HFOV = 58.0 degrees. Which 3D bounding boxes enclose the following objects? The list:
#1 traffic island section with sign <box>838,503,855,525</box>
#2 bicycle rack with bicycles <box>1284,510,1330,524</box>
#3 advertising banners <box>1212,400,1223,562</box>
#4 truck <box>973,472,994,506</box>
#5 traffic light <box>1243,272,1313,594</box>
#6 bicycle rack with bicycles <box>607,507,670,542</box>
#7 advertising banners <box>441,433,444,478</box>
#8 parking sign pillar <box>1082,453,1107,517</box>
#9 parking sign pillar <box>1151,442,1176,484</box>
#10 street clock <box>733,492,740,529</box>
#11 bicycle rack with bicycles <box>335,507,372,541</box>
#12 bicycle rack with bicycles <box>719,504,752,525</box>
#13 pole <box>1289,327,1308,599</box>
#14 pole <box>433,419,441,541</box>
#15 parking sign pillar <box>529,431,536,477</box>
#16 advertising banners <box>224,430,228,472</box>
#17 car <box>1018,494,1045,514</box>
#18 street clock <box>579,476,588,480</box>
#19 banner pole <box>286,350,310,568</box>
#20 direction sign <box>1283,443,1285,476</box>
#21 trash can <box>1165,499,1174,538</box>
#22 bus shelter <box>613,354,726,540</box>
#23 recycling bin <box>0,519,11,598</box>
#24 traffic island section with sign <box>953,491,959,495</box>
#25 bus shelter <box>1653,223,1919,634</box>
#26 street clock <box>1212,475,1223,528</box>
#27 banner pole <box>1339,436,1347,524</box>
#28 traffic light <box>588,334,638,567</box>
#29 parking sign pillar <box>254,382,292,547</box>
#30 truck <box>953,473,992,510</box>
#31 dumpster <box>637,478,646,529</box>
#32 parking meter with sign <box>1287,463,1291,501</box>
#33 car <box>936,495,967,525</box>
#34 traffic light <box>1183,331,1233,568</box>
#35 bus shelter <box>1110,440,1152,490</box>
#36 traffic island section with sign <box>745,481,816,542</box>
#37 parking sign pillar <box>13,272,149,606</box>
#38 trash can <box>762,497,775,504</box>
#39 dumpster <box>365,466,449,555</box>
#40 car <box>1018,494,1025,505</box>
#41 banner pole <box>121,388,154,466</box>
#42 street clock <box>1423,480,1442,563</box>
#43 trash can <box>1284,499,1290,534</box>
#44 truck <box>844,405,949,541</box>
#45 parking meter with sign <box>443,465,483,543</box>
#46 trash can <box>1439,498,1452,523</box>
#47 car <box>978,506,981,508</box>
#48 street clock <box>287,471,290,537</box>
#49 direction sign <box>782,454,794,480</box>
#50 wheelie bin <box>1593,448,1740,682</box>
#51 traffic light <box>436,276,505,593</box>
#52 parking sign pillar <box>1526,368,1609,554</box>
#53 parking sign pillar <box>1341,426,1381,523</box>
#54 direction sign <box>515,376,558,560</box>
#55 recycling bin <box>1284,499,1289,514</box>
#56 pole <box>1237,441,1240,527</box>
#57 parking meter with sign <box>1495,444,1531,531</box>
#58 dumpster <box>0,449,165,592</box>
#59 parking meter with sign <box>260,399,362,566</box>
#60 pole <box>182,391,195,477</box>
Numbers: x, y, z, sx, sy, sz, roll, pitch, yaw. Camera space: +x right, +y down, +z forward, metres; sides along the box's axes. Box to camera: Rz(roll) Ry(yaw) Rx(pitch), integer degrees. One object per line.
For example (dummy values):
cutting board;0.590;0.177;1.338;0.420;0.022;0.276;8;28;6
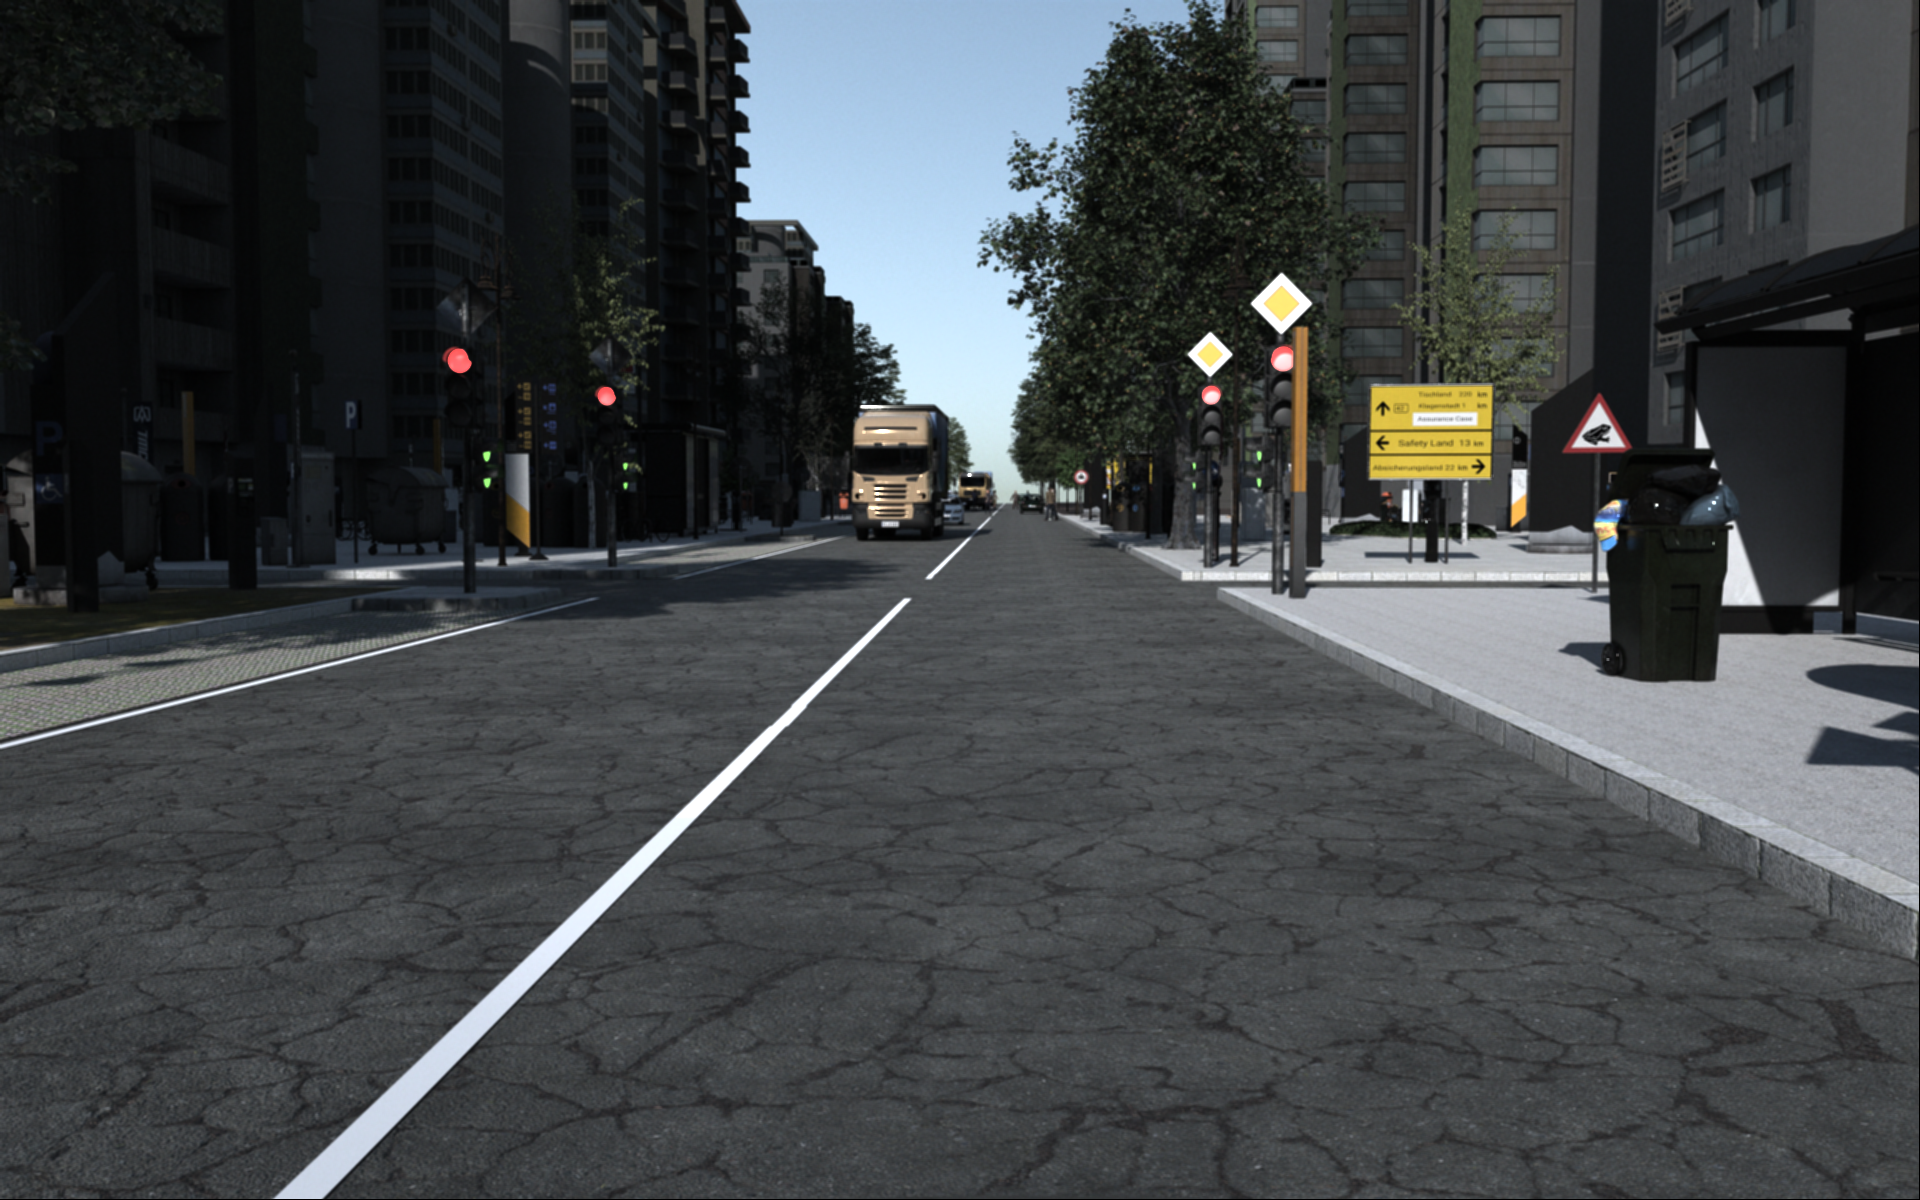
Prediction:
traffic island section with sign;-4.590;-4.387;80.351;1.989;1.847;2.006;0;4;2
bicycle rack with bicycles;14.417;-3.677;73.504;2.852;0.926;2.925;-1;4;-17
advertising banners;4.925;-2.263;33.192;0.090;3.025;2.074;0;4;5
truck;2.969;-13.613;212.329;2.967;4.110;18.799;0;4;3
traffic light;4.053;-2.029;22.089;0.839;4.253;0.868;0;4;2
bicycle rack with bicycles;-9.443;-2.013;46.290;2.852;0.926;2.925;-3;4;-38
advertising banners;-14.764;-3.247;49.273;0.090;3.025;2.074;-1;4;-12
parking sign pillar;7.452;-6.545;95.486;1.447;3.967;1.447;3;5;41
parking sign pillar;10.149;-5.944;85.661;1.447;3.967;1.447;-1;4;-12
street clock;-8.058;-3.538;62.411;0.358;2.002;0.471;-1;4;-8
bicycle rack with bicycles;-16.500;-2.149;48.523;2.925;0.926;2.852;1;4;22
bicycle rack with bicycles;-10.318;-3.678;73.515;2.852;0.926;2.925;3;5;43
pole;4.155;-1.676;21.249;0.158;3.312;0.155;0;3;0
pole;-14.189;-3.254;47.054;0.158;3.312;0.155;0;3;0
parking sign pillar;-13.319;-3.920;52.559;1.447;3.967;1.447;-2;4;-35
advertising banners;-19.629;-3.091;46.723;0.090;3.025;2.074;-2;4;-32
car;5.243;-7.147;126.646;2.009;1.686;4.222;0;4;1
street clock;-14.928;-3.946;69.079;0.358;2.002;0.471;3;5;41
banner pole;-11.442;-2.440;29.915;0.401;3.779;0.863;-2;4;-28
direction sign;14.234;-5.170;76.533;0.379;3.537;0.876;1;4;22
trash can;6.024;-2.208;47.749;0.748;1.137;0.748;0;3;0
bus shelter;-8.901;-4.578;52.476;2.179;5.291;8.768;0;4;2
recycling bin;-12.184;-0.530;21.224;0.722;1.027;0.722;0;4;-1
traffic island section with sign;0.410;-14.150;239.975;1.989;1.847;2.006;0;4;2
bus shelter;7.343;-1.187;13.330;2.014;3.302;5.546;0;4;2
street clock;9.761;-3.744;65.782;0.358;2.002;0.471;2;4;34
banner pole;16.351;-5.139;74.039;0.401;3.779;0.863;2;4;34
traffic light;-6.104;-2.536;30.379;0.839;4.253;0.868;0;4;2
parking sign pillar;-16.867;-3.296;42.365;1.447;3.967;1.447;-3;4;-36
truck;1.334;-9.935;158.360;3.469;3.379;9.791;0;4;3
dumpster;-10.968;-3.445;62.092;1.264;1.857;1.865;0;4;2
parking meter with sign;19.022;-6.247;98.402;0.543;3.016;1.738;1;4;23
car;-0.690;-4.194;80.575;2.014;1.417;4.499;0;4;0
traffic light;4.303;-2.517;30.071;0.839;4.253;0.868;0;4;2
bus shelter;9.523;-7.085;93.472;2.179;5.291;8.768;0;4;2
traffic island section with sign;-5.440;-2.707;52.892;1.989;1.847;2.006;0;4;2
parking sign pillar;-10.452;-1.959;20.503;1.447;3.967;1.447;0;4;0
trash can;-9.926;-4.787;89.920;0.748;1.137;0.748;0;3;0
dumpster;-11.780;-1.904;36.886;1.264;1.857;1.865;0;4;2
car;7.595;-11.970;207.506;2.131;1.459;4.920;0;4;1
banner pole;-19.501;-3.119;41.020;0.863;3.779;0.401;-1;4;-11
street clock;8.872;-1.710;32.521;0.471;2.002;0.358;2;4;35
trash can;10.336;-2.663;55.191;0.748;1.137;0.748;0;3;0
truck;-1.874;-4.142;56.639;2.839;4.237;11.283;0;4;2
parking meter with sign;-12.755;-3.019;45.620;1.738;3.016;0.543;-1;4;-12
trash can;16.298;-2.884;58.815;0.748;1.137;0.748;0;3;0
car;1.325;-10.454;181.142;2.015;1.641;3.980;0;4;3
street clock;-20.224;-2.892;51.847;0.471;2.002;0.358;-2;4;-24
direction sign;-9.801;-6.512;98.473;0.876;3.537;0.379;2;4;25
wheelie bin;4.931;-0.251;12.016;0.980;1.594;0.693;0;4;-6
traffic light;-6.353;-2.048;22.398;0.839;4.253;0.868;0;4;2
parking sign pillar;13.136;-3.013;37.734;1.447;3.967;1.447;3;4;36
parking sign pillar;14.024;-4.409;60.562;1.447;3.967;1.447;0;4;-6
direction sign;-8.203;-2.546;33.618;0.876;3.537;0.379;-3;5;-42
recycling bin;14.861;-4.178;80.864;0.722;1.027;0.722;-3;5;-44
pole;10.715;-4.473;66.979;0.158;3.312;0.155;0;3;0
parking meter with sign;19.322;-3.895;59.952;1.738;3.016;0.543;-2;4;-30
dumpster;-11.366;-1.024;22.496;1.264;1.857;1.865;0;4;2
parking meter with sign;-11.826;-2.159;31.560;1.738;3.016;0.543;-3;5;-44
pole;-15.352;-2.487;34.509;0.158;3.312;0.155;0;3;0
